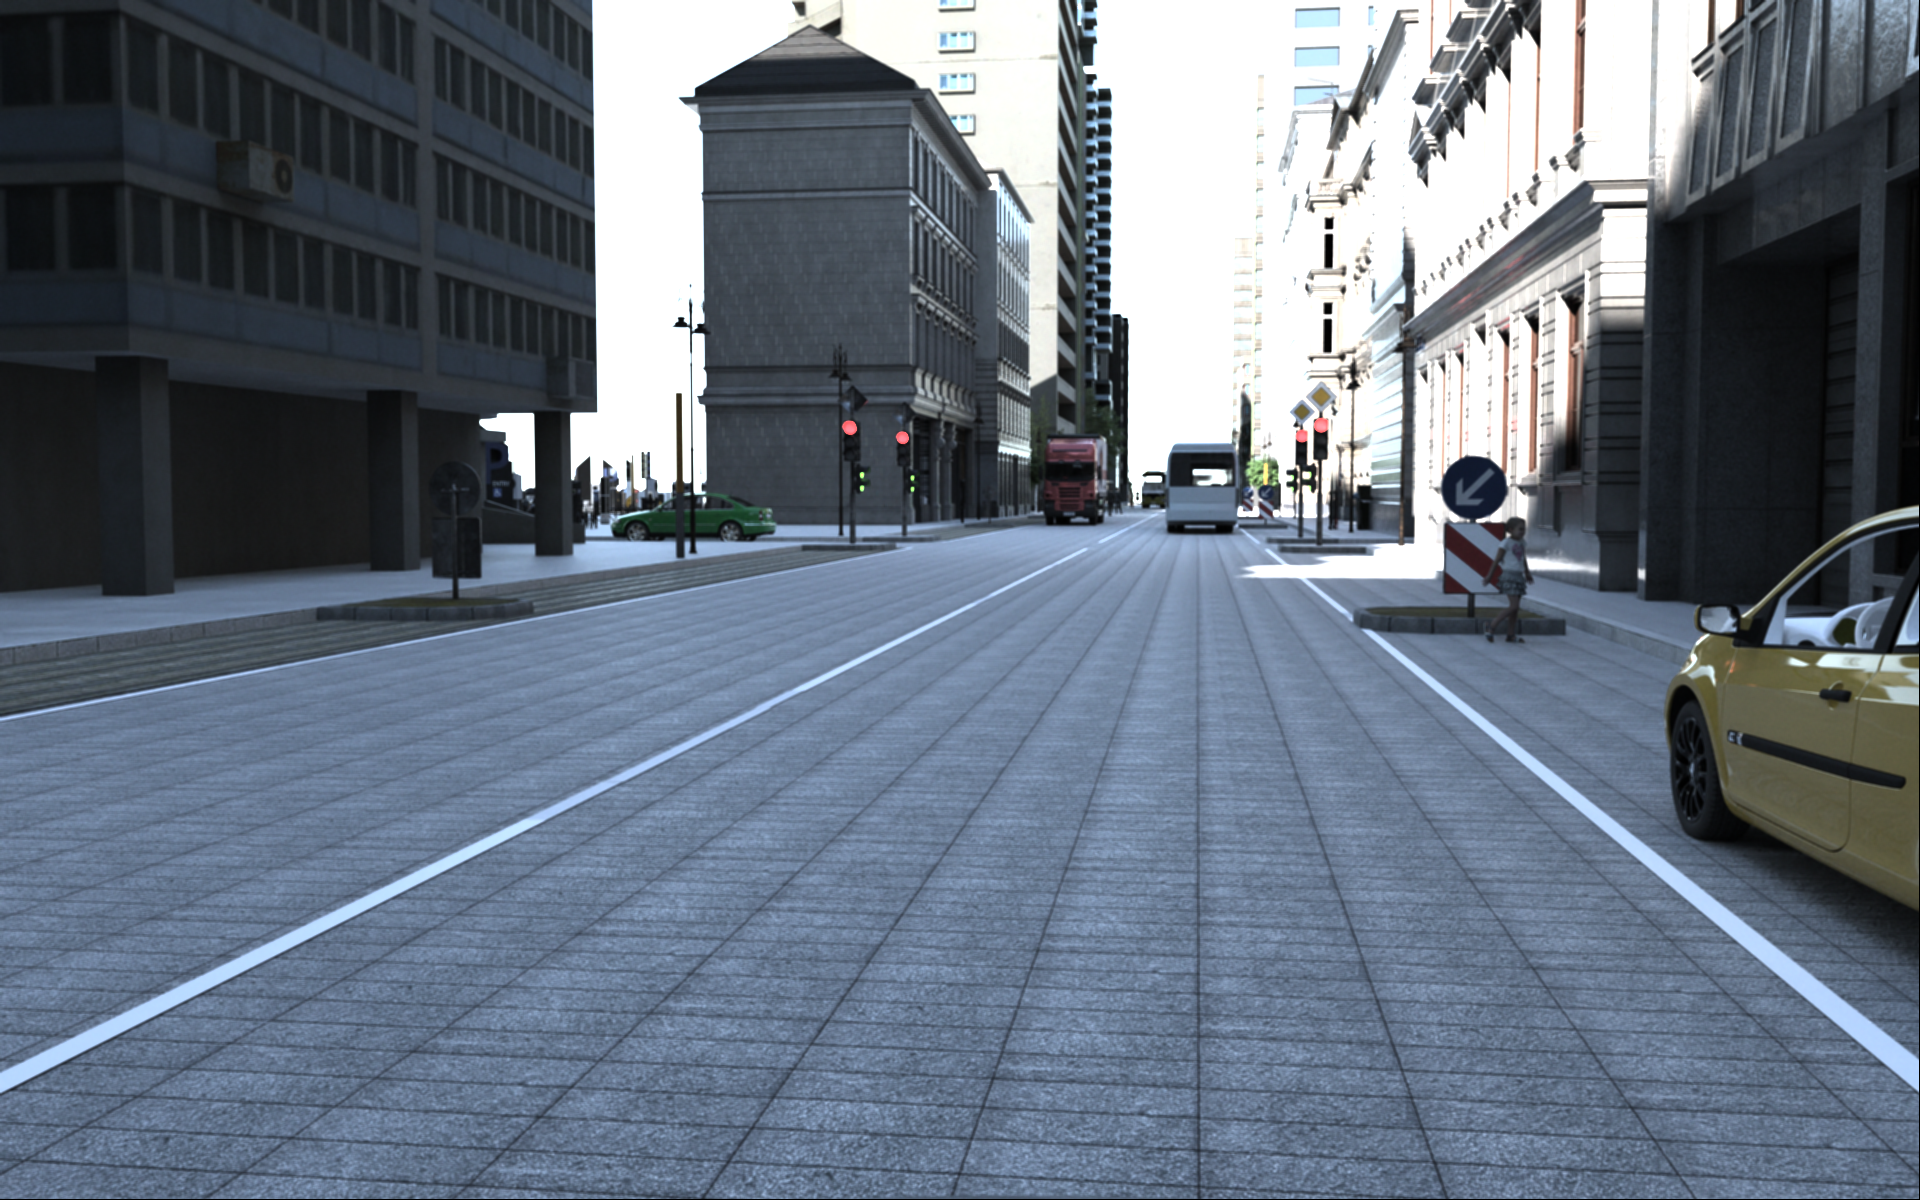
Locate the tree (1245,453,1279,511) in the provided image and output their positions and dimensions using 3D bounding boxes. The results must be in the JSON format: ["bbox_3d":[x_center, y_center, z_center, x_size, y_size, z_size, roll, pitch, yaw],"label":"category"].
[{"bbox_3d":[23.887,-9.269,135.262,4.285,4.588,4.351,0,3,0],"label":"tree"}]

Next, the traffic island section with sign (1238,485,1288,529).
[{"bbox_3d":[12.712,-3.921,72.738,1.989,1.847,2.006,0,4,8],"label":"traffic island section with sign"}]

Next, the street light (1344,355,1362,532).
[{"bbox_3d":[13.103,-5.202,57.848,0.468,5.910,1.993,0,4,8],"label":"street light"}]

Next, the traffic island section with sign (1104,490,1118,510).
[{"bbox_3d":[15.527,-10.379,178.322,1.989,1.847,2.006,0,4,8],"label":"traffic island section with sign"}]

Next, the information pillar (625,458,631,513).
[{"bbox_3d":[-21.337,-7.363,111.747,0.504,3.616,0.183,0,4,1],"label":"information pillar"}]

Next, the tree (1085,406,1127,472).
[{"bbox_3d":[16.061,-16.982,203.405,9.928,11.665,9.643,0,3,0],"label":"tree"}]

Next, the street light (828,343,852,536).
[{"bbox_3d":[-3.660,-4.913,53.119,0.468,5.910,1.993,0,4,8],"label":"street light"}]

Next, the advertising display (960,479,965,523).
[{"bbox_3d":[0.101,-4.366,76.597,0.123,1.923,0.974,0,4,-5],"label":"advertising display"}]

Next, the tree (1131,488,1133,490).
[{"bbox_3d":[27.876,-17.839,286.272,1.663,3.219,1.824,0,3,0],"label":"tree"}]

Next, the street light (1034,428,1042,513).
[{"bbox_3d":[5.434,-8.973,119.497,0.468,5.910,1.993,0,4,8],"label":"street light"}]

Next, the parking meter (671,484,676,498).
[{"bbox_3d":[-16.250,-5.696,98.840,0.399,1.863,0.255,0,4,-3],"label":"parking meter"}]

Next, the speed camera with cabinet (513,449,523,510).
[{"bbox_3d":[-20.404,-5.029,76.564,2.038,3.252,0.660,1,4,13],"label":"speed camera with cabinet"}]

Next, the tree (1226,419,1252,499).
[{"bbox_3d":[34.550,-16.808,209.226,7.601,10.594,8.767,1,4,8],"label":"tree"}]

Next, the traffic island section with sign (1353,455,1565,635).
[{"bbox_3d":[5.295,-0.612,18.636,1.989,1.847,2.006,0,4,8],"label":"traffic island section with sign"}]

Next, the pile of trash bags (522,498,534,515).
[{"bbox_3d":[-21.933,-4.722,86.955,1.912,1.369,3.447,1,4,18],"label":"pile of trash bags"}]

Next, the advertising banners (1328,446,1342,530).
[{"bbox_3d":[13.669,-4.085,62.973,0.090,3.025,2.074,2,4,24],"label":"advertising banners"}]

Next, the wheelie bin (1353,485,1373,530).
[{"bbox_3d":[14.481,-3.303,61.908,0.980,1.594,0.693,0,4,-1],"label":"wheelie bin"}]

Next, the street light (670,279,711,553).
[{"bbox_3d":[-5.799,-3.954,37.444,0.468,5.910,1.993,0,4,8],"label":"street light"}]

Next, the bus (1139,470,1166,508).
[{"bbox_3d":[20.158,-11.496,179.503,2.896,3.916,12.252,0,4,8],"label":"bus"}]

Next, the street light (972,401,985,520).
[{"bbox_3d":[0.934,-6.939,86.245,0.468,5.910,1.993,0,4,8],"label":"street light"}]

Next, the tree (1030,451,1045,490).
[{"bbox_3d":[4.136,-8.012,114.711,4.285,4.588,4.351,0,3,0],"label":"tree"}]

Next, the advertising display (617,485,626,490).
[{"bbox_3d":[-24.465,-7.393,126.085,0.974,1.923,0.123,0,4,5],"label":"advertising display"}]

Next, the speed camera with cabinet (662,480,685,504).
[{"bbox_3d":[-19.054,-7.295,113.611,2.038,3.252,0.660,2,4,25],"label":"speed camera with cabinet"}]

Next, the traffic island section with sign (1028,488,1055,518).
[{"bbox_3d":[5.061,-5.720,102.141,1.989,1.847,2.006,0,4,8],"label":"traffic island section with sign"}]

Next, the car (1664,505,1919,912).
[{"bbox_3d":[3.745,0.261,5.949,2.015,1.641,3.980,0,4,6],"label":"car"}]

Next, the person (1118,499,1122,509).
[{"bbox_3d":[15.466,-9.566,168.169,0.557,1.426,1.065,3,4,36],"label":"person"}]

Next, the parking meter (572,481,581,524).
[{"bbox_3d":[-16.554,-4.223,74.752,0.255,1.863,0.399,1,4,19],"label":"parking meter"}]

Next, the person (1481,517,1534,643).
[{"bbox_3d":[5.331,-0.199,16.772,0.505,1.210,0.382,-3,4,-38],"label":"person"}]

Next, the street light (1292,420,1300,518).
[{"bbox_3d":[17.632,-7.231,91.013,0.468,5.910,1.993,0,4,8],"label":"street light"}]

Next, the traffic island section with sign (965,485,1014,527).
[{"bbox_3d":[1.302,-4.042,74.719,1.989,1.847,2.006,0,4,8],"label":"traffic island section with sign"}]

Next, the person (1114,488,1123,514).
[{"bbox_3d":[11.392,-7.154,124.837,0.648,1.900,0.474,2,4,27],"label":"person"}]

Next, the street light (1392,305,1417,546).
[{"bbox_3d":[10.856,-4.259,42.422,0.468,5.910,1.993,0,4,8],"label":"street light"}]

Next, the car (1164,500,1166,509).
[{"bbox_3d":[14.739,-6.408,116.770,2.014,1.417,4.499,0,4,7],"label":"car"}]

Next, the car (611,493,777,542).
[{"bbox_3d":[-7.647,-2.495,49.592,4.718,1.807,1.959,1,4,8],"label":"car"}]

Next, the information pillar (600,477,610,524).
[{"bbox_3d":[-15.210,-4.261,74.163,0.304,2.012,0.304,1,4,17],"label":"information pillar"}]

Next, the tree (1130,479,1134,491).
[{"bbox_3d":[26.745,-18.275,282.505,4.285,4.588,4.351,0,3,0],"label":"tree"}]

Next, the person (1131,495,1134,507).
[{"bbox_3d":[19.963,-11.649,199.749,0.721,1.735,1.217,0,4,-4],"label":"person"}]

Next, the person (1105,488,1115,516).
[{"bbox_3d":[9.800,-6.394,112.817,0.659,1.850,0.755,1,4,12],"label":"person"}]

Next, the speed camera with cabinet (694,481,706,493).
[{"bbox_3d":[-17.861,-7.637,119.207,2.038,3.252,0.660,3,5,43],"label":"speed camera with cabinet"}]

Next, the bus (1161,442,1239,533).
[{"bbox_3d":[9.332,-4.454,67.680,2.948,3.499,13.247,0,4,7],"label":"bus"}]

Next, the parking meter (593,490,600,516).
[{"bbox_3d":[-21.474,-5.742,102.286,0.372,1.533,0.369,0,3,0],"label":"parking meter"}]

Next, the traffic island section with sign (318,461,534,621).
[{"bbox_3d":[-6.146,-0.717,20.357,1.989,1.847,2.006,0,4,8],"label":"traffic island section with sign"}]

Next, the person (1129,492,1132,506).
[{"bbox_3d":[20.659,-12.182,208.397,0.721,1.735,1.217,-2,4,-26],"label":"person"}]

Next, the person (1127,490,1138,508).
[{"bbox_3d":[17.939,-10.529,180.654,1.348,1.824,0.705,2,4,34],"label":"person"}]

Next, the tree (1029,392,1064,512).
[{"bbox_3d":[5.525,-10.698,125.268,4.737,8.622,4.395,0,3,0],"label":"tree"}]

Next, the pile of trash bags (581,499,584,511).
[{"bbox_3d":[-22.057,-5.339,97.047,1.912,1.369,3.447,-1,4,-17],"label":"pile of trash bags"}]

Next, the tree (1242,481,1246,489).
[{"bbox_3d":[35.844,-13.475,214.909,1.663,3.219,1.824,0,3,0],"label":"tree"}]

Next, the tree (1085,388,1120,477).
[{"bbox_3d":[13.087,-16.244,183.714,7.486,12.596,7.792,0,3,0],"label":"tree"}]

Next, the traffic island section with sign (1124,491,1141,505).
[{"bbox_3d":[23.087,-13.746,233.368,1.989,1.847,2.006,0,4,8],"label":"traffic island section with sign"}]

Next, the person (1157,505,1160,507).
[{"bbox_3d":[22.618,-11.495,197.153,1.217,1.736,0.721,0,4,-8],"label":"person"}]

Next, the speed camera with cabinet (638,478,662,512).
[{"bbox_3d":[-17.301,-6.226,96.131,0.660,3.252,2.038,0,4,7],"label":"speed camera with cabinet"}]

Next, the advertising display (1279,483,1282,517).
[{"bbox_3d":[18.002,-5.634,97.333,0.123,1.923,0.974,1,4,12],"label":"advertising display"}]
